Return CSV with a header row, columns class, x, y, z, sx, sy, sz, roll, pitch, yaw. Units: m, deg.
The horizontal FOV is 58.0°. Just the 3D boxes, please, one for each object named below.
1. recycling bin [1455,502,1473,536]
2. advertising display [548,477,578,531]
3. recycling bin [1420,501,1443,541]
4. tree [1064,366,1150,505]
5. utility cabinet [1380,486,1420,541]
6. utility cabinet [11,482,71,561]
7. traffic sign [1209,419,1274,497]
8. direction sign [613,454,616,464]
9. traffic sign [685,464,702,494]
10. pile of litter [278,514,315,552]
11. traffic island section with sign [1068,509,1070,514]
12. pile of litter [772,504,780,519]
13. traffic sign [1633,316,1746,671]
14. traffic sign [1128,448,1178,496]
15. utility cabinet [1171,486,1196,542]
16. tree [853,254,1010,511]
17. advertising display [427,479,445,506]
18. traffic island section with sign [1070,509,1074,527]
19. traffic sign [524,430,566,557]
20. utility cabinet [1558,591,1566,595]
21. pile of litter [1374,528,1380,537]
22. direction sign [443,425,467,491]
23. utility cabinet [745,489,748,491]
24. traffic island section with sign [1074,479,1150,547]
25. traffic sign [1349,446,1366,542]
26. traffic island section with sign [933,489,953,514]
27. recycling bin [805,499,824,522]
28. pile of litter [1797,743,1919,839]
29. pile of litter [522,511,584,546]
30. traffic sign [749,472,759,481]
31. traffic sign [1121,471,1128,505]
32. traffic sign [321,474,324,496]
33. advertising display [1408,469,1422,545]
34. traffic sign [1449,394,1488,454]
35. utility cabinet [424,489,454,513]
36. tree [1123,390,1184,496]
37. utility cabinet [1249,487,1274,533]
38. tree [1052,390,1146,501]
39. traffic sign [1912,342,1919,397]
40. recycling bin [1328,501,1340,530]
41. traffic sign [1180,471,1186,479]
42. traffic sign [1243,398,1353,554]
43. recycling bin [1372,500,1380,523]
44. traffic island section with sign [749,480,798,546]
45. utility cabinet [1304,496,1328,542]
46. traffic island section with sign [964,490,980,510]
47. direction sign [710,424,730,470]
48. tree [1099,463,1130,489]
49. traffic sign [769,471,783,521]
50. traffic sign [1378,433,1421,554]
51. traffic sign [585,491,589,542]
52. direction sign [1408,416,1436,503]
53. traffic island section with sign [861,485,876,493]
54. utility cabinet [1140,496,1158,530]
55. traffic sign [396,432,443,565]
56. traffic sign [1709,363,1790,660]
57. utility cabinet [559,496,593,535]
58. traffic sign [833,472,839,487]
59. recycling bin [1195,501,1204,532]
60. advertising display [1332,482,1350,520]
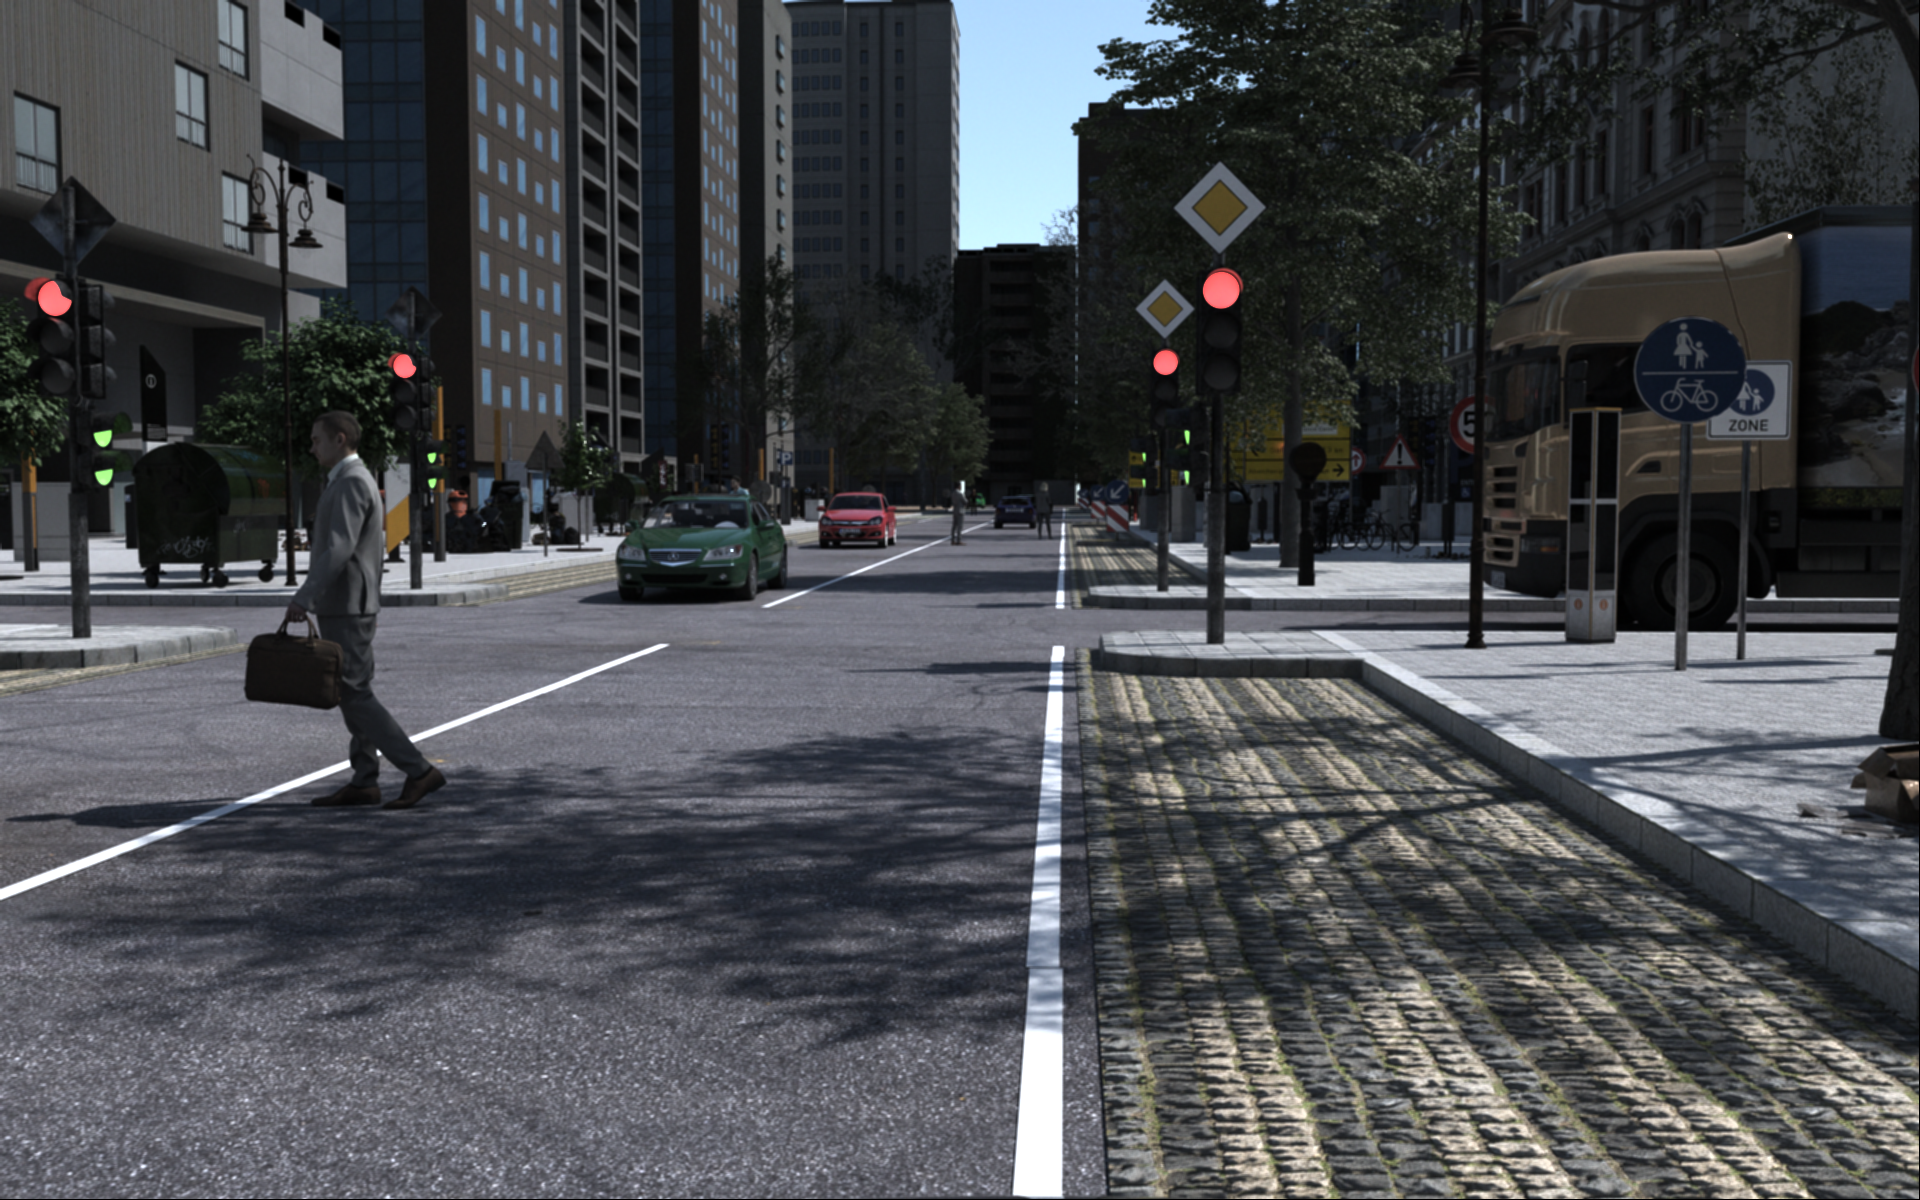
class,x,y,z,sx,sy,sz,roll,pitch,yaw
recycling bin,15.679,-2.503,53.484,0.722,1.027,0.722,0,4,-1
advertising display,-13.690,-3.337,59.769,0.974,1.923,0.123,-1,4,-10
recycling bin,13.145,-2.175,48.109,0.722,1.027,0.722,-1,4,-12
tree,11.591,-12.540,130.778,9.928,11.665,9.643,0,3,0
utility cabinet,12.057,-2.369,47.416,1.173,1.500,0.318,-2,4,-29
utility cabinet,-17.222,-1.471,32.737,1.173,1.500,0.318,0,4,-5
traffic sign,7.899,-3.256,47.110,2.265,3.308,0.079,0,4,4
direction sign,-19.682,-6.497,98.217,0.379,3.537,0.876,1,4,14
traffic sign,-9.002,-3.453,58.579,0.606,2.300,0.079,1,4,13
pile of litter,-14.851,-1.552,39.334,1.176,0.858,1.719,3,5,41
traffic island section with sign,8.833,-7.081,124.402,1.989,1.847,2.006,0,4,3
pile of litter,-9.501,-4.603,89.226,1.176,0.858,1.719,-1,4,-11
traffic sign,5.243,-0.760,12.525,0.768,2.556,0.104,1,4,9
traffic sign,8.625,-5.103,77.305,2.265,3.308,0.079,1,4,11
utility cabinet,5.978,-2.295,46.205,0.318,1.500,1.173,2,4,26
tree,-1.647,-17.058,134.780,12.611,20.169,13.585,0,3,0
advertising display,-19.038,-3.532,62.963,0.123,1.923,0.974,1,4,16
traffic island section with sign,5.848,-4.051,74.864,1.989,1.847,2.006,0,4,3
traffic sign,-8.490,-2.167,35.427,0.884,2.594,0.081,1,4,8
utility cabinet,7.920,-0.655,21.879,0.306,1.237,1.020,-2,4,-32
pile of litter,13.052,-2.346,52.319,1.719,0.858,1.176,0,4,-4
direction sign,-16.558,-3.962,56.776,0.876,3.537,0.379,1,4,17
utility cabinet,-9.440,-4.163,76.736,0.318,1.500,1.173,1,4,23
traffic island section with sign,4.216,-2.397,47.816,1.989,1.847,2.006,0,4,3
traffic sign,10.461,-2.828,46.336,0.768,2.556,0.104,0,4,6
traffic island section with sign,-0.911,-7.118,124.999,1.989,1.847,2.006,0,4,3
recycling bin,-6.765,-4.161,80.581,0.722,1.027,0.722,1,4,15
pile of litter,4.143,0.434,6.864,1.719,0.858,1.176,0,3,0
pile of litter,-10.286,-1.814,43.627,1.719,0.858,1.176,-1,4,-22
traffic sign,-9.431,-4.747,79.743,0.606,2.300,0.079,0,4,7
traffic sign,9.090,-5.775,94.424,0.884,2.594,0.081,0,4,6
traffic sign,-12.109,-2.013,32.908,0.884,2.594,0.081,1,4,11
advertising display,11.498,-2.358,43.769,0.123,1.923,0.974,0,4,3
traffic sign,6.614,-1.347,22.123,0.768,2.556,0.104,0,4,6
utility cabinet,-21.814,-3.910,72.615,1.173,1.500,0.318,0,4,2
tree,10.847,-9.203,100.833,4.360,8.622,3.978,0,3,0
utility cabinet,10.064,-2.949,56.887,1.173,1.500,0.318,-2,4,-28
tree,13.370,-15.261,166.531,9.611,12.733,9.660,0,3,0
traffic sign,7.093,-0.742,12.233,0.768,2.556,0.104,1,4,10
recycling bin,13.053,-2.998,61.573,0.722,1.027,0.722,0,4,-3
traffic sign,6.669,-2.949,50.342,0.606,2.300,0.079,1,4,8
traffic sign,7.164,-2.625,36.796,2.265,3.308,0.079,1,4,11
recycling bin,17.738,-3.673,72.600,0.722,1.027,0.722,0,4,-8
traffic island section with sign,-5.562,-2.407,47.987,1.989,1.847,2.006,0,4,3
utility cabinet,9.700,-2.203,47.175,0.306,1.237,1.020,-1,4,-10
traffic island section with sign,0.729,-8.775,152.096,1.989,1.847,2.006,0,4,3
direction sign,-7.807,-3.937,56.371,0.876,3.537,0.379,3,5,40
tree,13.716,-10.167,149.949,4.285,4.588,4.351,0,3,0
traffic sign,-8.272,-4.630,77.834,0.606,2.300,0.079,0,4,6
traffic sign,9.389,-2.265,37.035,0.884,2.594,0.081,0,4,8
traffic sign,-10.034,-2.840,46.539,0.768,2.556,0.104,1,4,12
direction sign,13.466,-3.583,50.584,0.876,3.537,0.379,-1,4,-14
traffic island section with sign,-3.933,-4.059,74.985,1.989,1.847,2.006,0,4,3
utility cabinet,6.800,-3.136,62.443,0.306,1.237,1.020,2,4,29
traffic sign,-9.523,-1.864,30.484,0.884,2.594,0.081,1,4,10
traffic sign,6.037,-0.685,13.324,0.606,2.300,0.079,1,4,9
utility cabinet,-12.096,-2.653,54.541,1.020,1.237,0.306,-2,4,-30
traffic sign,-6.959,-6.016,98.467,0.768,2.556,0.104,0,4,5
recycling bin,8.371,-2.872,59.510,0.722,1.027,0.722,0,4,6
advertising display,18.633,-4.847,84.467,0.974,1.923,0.123,0,4,6
